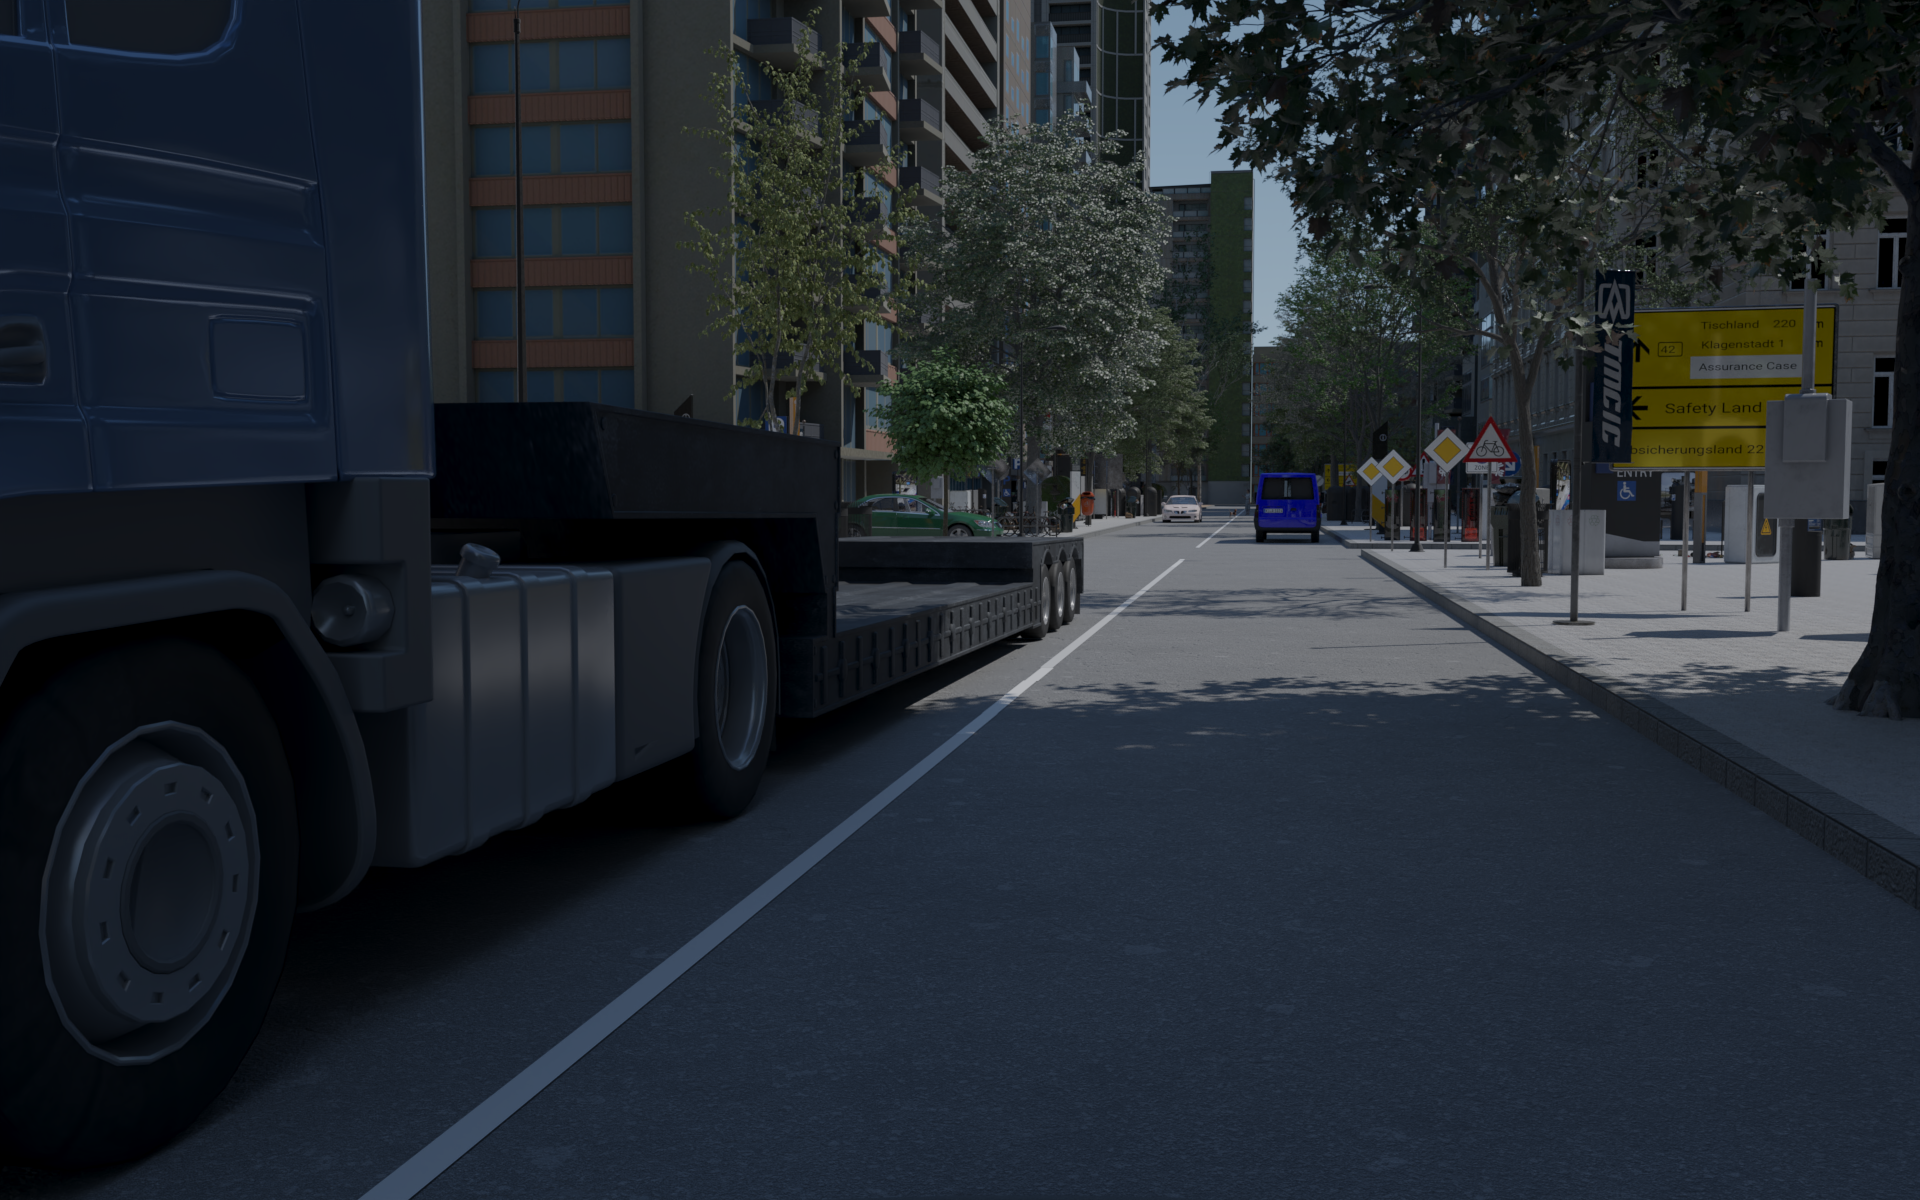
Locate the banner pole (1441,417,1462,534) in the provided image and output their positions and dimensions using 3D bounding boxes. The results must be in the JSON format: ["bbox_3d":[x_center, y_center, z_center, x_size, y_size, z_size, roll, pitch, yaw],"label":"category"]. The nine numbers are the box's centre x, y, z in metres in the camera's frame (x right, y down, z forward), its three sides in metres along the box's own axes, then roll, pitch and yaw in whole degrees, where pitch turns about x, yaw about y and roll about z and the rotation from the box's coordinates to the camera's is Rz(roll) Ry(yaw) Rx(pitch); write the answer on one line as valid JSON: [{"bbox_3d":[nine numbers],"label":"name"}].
[{"bbox_3d":[15.954,-4.047,56.185,0.863,3.779,0.401,3,5,40],"label":"banner pole"}]

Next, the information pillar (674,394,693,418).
[{"bbox_3d":[-6.502,-3.029,40.883,0.504,3.616,0.183,1,4,19],"label":"information pillar"}]

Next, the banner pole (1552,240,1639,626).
[{"bbox_3d":[6.268,-1.651,17.015,0.863,3.779,0.401,-1,4,-17],"label":"banner pole"}]

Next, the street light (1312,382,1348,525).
[{"bbox_3d":[15.315,-6.047,71.408,1.470,5.913,1.316,1,4,10],"label":"street light"}]

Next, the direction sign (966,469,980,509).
[{"bbox_3d":[0.629,-5.699,85.177,0.876,3.537,0.379,-3,4,-39],"label":"direction sign"}]

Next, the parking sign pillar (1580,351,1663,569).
[{"bbox_3d":[11.532,-2.552,30.205,1.447,3.967,1.447,0,4,-7],"label":"parking sign pillar"}]

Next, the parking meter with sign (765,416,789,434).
[{"bbox_3d":[-4.423,-2.561,38.132,0.543,3.016,1.738,1,4,23],"label":"parking meter with sign"}]

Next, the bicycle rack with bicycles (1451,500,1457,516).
[{"bbox_3d":[30.847,-5.606,105.044,2.852,0.926,2.925,-1,4,-17],"label":"bicycle rack with bicycles"}]

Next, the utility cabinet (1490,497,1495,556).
[{"bbox_3d":[11.378,-1.531,36.192,0.306,1.237,1.020,2,4,32],"label":"utility cabinet"}]

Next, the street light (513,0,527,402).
[{"bbox_3d":[-3.375,-2.616,15.319,1.470,5.913,1.316,1,4,10],"label":"street light"}]

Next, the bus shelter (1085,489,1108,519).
[{"bbox_3d":[7.196,-5.931,90.895,2.014,3.302,5.546,1,4,10],"label":"bus shelter"}]

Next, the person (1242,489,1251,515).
[{"bbox_3d":[19.446,-6.631,117.493,0.524,1.755,0.480,-2,4,-33],"label":"person"}]

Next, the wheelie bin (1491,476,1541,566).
[{"bbox_3d":[9.832,-1.393,30.684,0.693,1.594,0.980,-2,4,-34],"label":"wheelie bin"}]

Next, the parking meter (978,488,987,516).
[{"bbox_3d":[0.970,-4.122,75.803,0.372,1.533,0.369,0,3,0],"label":"parking meter"}]

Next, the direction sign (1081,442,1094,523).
[{"bbox_3d":[5.560,-5.111,75.567,0.379,3.537,0.876,-2,4,-35],"label":"direction sign"}]

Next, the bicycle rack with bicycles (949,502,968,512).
[{"bbox_3d":[0.082,-3.714,74.110,2.925,0.926,2.852,0,4,-7],"label":"bicycle rack with bicycles"}]

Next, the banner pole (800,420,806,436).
[{"bbox_3d":[-5.305,-4.181,58.383,0.401,3.779,0.863,0,4,8],"label":"banner pole"}]

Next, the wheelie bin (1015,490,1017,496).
[{"bbox_3d":[4.189,-6.860,120.072,0.980,1.594,0.693,2,4,27],"label":"wheelie bin"}]

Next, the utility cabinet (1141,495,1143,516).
[{"bbox_3d":[10.899,-5.615,102.964,0.306,1.237,1.020,3,5,39],"label":"utility cabinet"}]

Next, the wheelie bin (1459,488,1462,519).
[{"bbox_3d":[26.217,-4.998,89.629,0.980,1.594,0.693,3,5,41],"label":"wheelie bin"}]

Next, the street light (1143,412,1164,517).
[{"bbox_3d":[11.035,-7.636,97.390,1.470,5.913,1.316,1,4,10],"label":"street light"}]

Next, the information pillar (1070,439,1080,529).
[{"bbox_3d":[4.231,-4.426,63.726,0.183,3.616,0.504,3,5,44],"label":"information pillar"}]

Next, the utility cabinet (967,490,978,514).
[{"bbox_3d":[0.639,-5.351,96.175,0.318,1.500,1.173,-1,4,-22],"label":"utility cabinet"}]

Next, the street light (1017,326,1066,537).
[{"bbox_3d":[2.239,-4.614,47.979,1.470,5.913,1.316,1,4,10],"label":"street light"}]

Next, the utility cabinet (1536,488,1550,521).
[{"bbox_3d":[21.983,-3.496,65.836,1.173,1.500,0.318,-3,5,-42],"label":"utility cabinet"}]

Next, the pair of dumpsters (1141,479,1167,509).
[{"bbox_3d":[12.577,-6.719,112.346,1.574,2.255,4.437,1,4,10],"label":"pair of dumpsters"}]

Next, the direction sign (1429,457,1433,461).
[{"bbox_3d":[25.815,-6.304,95.070,0.379,3.537,0.876,0,4,3],"label":"direction sign"}]

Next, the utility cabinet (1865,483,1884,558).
[{"bbox_3d":[18.243,-1.575,34.432,0.318,1.500,1.173,1,4,21],"label":"utility cabinet"}]

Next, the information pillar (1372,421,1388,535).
[{"bbox_3d":[13.325,-3.889,54.941,0.504,3.616,0.183,1,4,11],"label":"information pillar"}]

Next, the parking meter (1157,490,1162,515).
[{"bbox_3d":[12.223,-6.005,106.584,0.372,1.533,0.369,0,3,0],"label":"parking meter"}]

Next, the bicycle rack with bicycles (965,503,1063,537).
[{"bbox_3d":[1.733,-2.341,51.659,2.925,0.926,2.852,0,4,-2],"label":"bicycle rack with bicycles"}]

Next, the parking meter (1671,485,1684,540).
[{"bbox_3d":[20.071,-2.444,48.369,0.372,1.533,0.369,0,3,0],"label":"parking meter"}]

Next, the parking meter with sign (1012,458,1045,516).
[{"bbox_3d":[3.513,-5.653,88.693,1.738,3.016,0.543,-3,4,-37],"label":"parking meter with sign"}]

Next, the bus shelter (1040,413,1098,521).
[{"bbox_3d":[5.034,-6.407,82.386,2.179,5.291,8.768,1,4,10],"label":"bus shelter"}]

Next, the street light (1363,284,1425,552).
[{"bbox_3d":[9.606,-4.026,38.361,1.470,5.913,1.316,1,4,10],"label":"street light"}]

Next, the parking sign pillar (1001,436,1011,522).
[{"bbox_3d":[2.136,-5.597,79.977,1.447,3.967,1.447,0,4,0],"label":"parking sign pillar"}]

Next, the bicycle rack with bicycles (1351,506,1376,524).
[{"bbox_3d":[18.233,-3.763,74.906,2.852,0.926,2.925,-2,4,-24],"label":"bicycle rack with bicycles"}]

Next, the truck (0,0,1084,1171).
[{"bbox_3d":[-1.547,-1.286,10.781,2.967,4.110,18.799,1,4,11],"label":"truck"}]

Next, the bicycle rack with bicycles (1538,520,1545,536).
[{"bbox_3d":[18.178,-2.474,53.830,2.925,0.926,2.852,0,4,-4],"label":"bicycle rack with bicycles"}]

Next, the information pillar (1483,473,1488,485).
[{"bbox_3d":[30.918,-6.754,101.788,0.183,3.616,0.504,-3,4,-39],"label":"information pillar"}]

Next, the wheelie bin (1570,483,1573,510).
[{"bbox_3d":[17.406,-2.487,48.572,0.980,1.594,0.693,1,4,14],"label":"wheelie bin"}]

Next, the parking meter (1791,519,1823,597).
[{"bbox_3d":[10.589,-0.812,21.685,0.372,1.533,0.369,0,3,0],"label":"parking meter"}]
